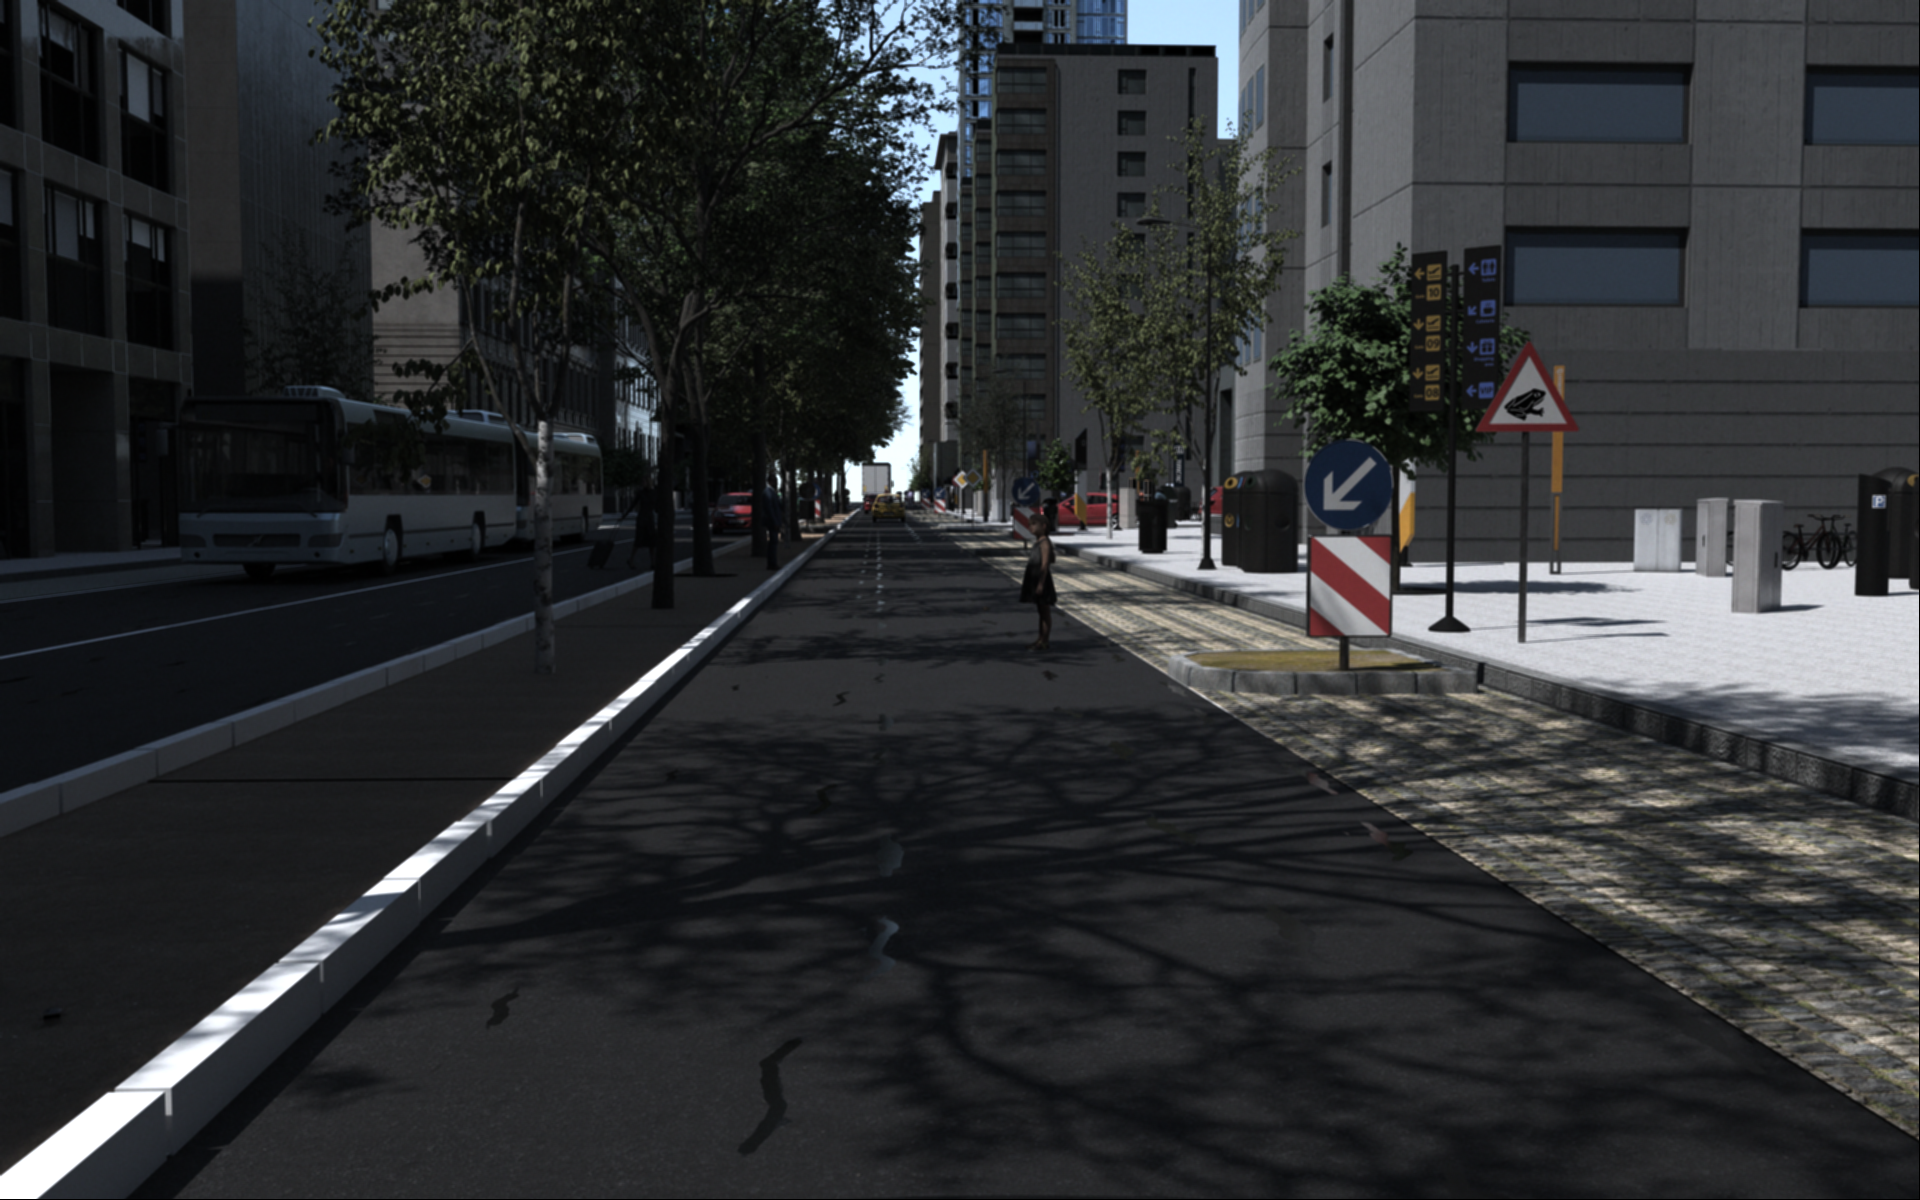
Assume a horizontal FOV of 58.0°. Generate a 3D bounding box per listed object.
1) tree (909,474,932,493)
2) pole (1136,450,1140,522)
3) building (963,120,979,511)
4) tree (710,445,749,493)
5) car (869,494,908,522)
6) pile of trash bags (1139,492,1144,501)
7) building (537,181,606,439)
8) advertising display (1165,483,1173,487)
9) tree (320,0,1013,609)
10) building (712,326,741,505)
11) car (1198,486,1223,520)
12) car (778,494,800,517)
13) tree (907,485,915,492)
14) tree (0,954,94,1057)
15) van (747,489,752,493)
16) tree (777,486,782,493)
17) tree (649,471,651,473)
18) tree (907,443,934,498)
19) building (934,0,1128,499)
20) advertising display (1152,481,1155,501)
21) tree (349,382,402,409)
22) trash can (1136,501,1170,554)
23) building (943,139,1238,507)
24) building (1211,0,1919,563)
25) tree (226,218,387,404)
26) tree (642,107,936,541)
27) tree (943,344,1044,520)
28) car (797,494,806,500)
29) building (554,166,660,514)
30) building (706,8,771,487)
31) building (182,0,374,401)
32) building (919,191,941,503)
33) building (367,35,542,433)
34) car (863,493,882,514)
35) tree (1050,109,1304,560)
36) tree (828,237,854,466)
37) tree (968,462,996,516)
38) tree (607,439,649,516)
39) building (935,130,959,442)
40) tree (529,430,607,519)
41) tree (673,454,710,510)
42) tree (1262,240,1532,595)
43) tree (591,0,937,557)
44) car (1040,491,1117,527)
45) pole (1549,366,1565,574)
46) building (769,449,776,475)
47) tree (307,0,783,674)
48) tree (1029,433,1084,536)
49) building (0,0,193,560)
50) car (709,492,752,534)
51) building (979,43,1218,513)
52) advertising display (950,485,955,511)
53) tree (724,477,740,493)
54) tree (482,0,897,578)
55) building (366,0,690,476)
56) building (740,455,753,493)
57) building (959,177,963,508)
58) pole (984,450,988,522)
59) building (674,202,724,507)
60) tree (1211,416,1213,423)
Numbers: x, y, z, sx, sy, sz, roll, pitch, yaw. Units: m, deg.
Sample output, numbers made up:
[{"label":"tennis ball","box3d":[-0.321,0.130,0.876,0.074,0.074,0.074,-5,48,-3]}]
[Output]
[{"label":"tree","box3d":[-5.683,-16.187,248.371,4.285,4.588,4.351,0,3,0]},{"label":"pole","box3d":[8.284,-5.321,80.844,0.158,3.312,0.155,0,3,0]},{"label":"building","box3d":[7.873,-22.354,137.195,14.160,30.474,14.107,0,4,-3]},{"label":"tree","box3d":[-23.358,-13.860,176.975,4.360,8.622,3.978,0,3,0]},{"label":"car","box3d":[-3.708,-4.876,89.942,2.015,1.641,3.980,0,4,-3]},{"label":"pile of trash bags","box3d":[8.823,-5.252,95.622,3.447,1.369,1.912,3,5,44]},{"label":"building","box3d":[-27.911,-16.229,101.498,11.583,22.565,21.152,0,4,-3]},{"label":"advertising display","box3d":[12.003,-5.637,97.385,0.974,1.923,0.123,1,4,18]},{"label":"tree","box3d":[-3.712,-5.141,20.931,8.767,10.594,7.601,0,4,-3]},{"label":"building","box3d":[-34.273,-26.843,210.586,14.160,30.474,14.107,0,4,-3]},{"label":"car","box3d":[12.091,-3.663,68.570,5.304,1.827,2.281,0,4,-3]},{"label":"car","box3d":[-10.990,-6.148,109.322,1.959,1.807,4.718,0,4,-4]},{"label":"tree","box3d":[-8.328,-18.678,299.990,1.663,3.219,1.824,0,3,0]},{"label":"tree","box3d":[-3.044,-5.598,4.352,12.009,13.543,11.850,0,3,0]},{"label":"van","box3d":[-16.597,-8.170,140.582,2.013,2.044,4.112,0,4,-1]},{"label":"tree","box3d":[-30.091,-18.394,295.342,1.663,3.219,1.824,0,3,0]},{"label":"tree","box3d":[-20.003,-7.269,102.559,4.285,4.588,4.351,0,3,0]},{"label":"tree","box3d":[-5.310,-17.824,241.780,4.737,8.622,4.395,0,3,0]},{"label":"building","box3d":[8.511,-54.599,205.365,22.319,86.520,31.000,0,4,-3]},{"label":"advertising display","box3d":[9.911,-5.110,88.755,0.123,1.923,0.974,0,4,8]},{"label":"tree","box3d":[-17.537,-4.095,50.670,4.285,4.588,4.351,0,3,0]},{"label":"trash can","box3d":[4.171,-1.577,37.441,0.748,1.137,0.748,0,3,0]},{"label":"building","box3d":[14.505,-29.829,179.588,32.217,40.220,23.993,0,4,-3]},{"label":"building","box3d":[18.138,-30.764,44.992,21.231,58.520,28.212,0,4,-3]},{"label":"tree","box3d":[-17.188,-5.862,46.211,4.360,8.622,3.978,0,3,0]},{"label":"tree","box3d":[-5.143,-8.756,52.265,9.857,13.997,8.962,0,3,0]},{"label":"tree","box3d":[1.472,-8.234,84.995,4.360,8.622,3.978,0,3,0]},{"label":"car","box3d":[-18.998,-11.748,203.882,2.131,1.459,4.920,0,4,-3]},{"label":"building","box3d":[-28.737,-20.010,124.425,12.463,27.353,25.104,0,4,-3]},{"label":"building","box3d":[-41.136,-58.810,274.212,22.319,86.520,31.000,0,4,-3]},{"label":"building","box3d":[-35.232,-14.387,54.287,30.058,24.678,14.314,0,4,-3]},{"label":"building","box3d":[4.529,-39.642,271.851,21.300,48.544,21.600,0,4,-3]},{"label":"building","box3d":[-26.223,-14.231,81.830,9.793,20.994,18.267,0,4,-3]},{"label":"car","box3d":[-5.980,-7.101,125.142,2.155,1.783,4.494,0,4,-1]},{"label":"tree","box3d":[4.565,-5.073,33.298,4.737,8.622,4.395,0,3,0]},{"label":"tree","box3d":[-4.526,-5.634,44.932,4.737,8.622,4.395,0,3,0]},{"label":"tree","box3d":[1.138,-6.416,99.508,1.663,3.219,1.824,0,3,0]},{"label":"tree","box3d":[-19.330,-6.523,90.364,4.285,4.588,4.351,0,3,0]},{"label":"building","box3d":[11.085,-40.261,247.506,28.713,52.752,27.495,0,4,-3]},{"label":"tree","box3d":[-19.101,-5.850,79.363,4.285,4.588,4.351,0,3,0]},{"label":"tree","box3d":[-22.046,-9.637,141.278,4.285,4.588,4.351,0,3,0]},{"label":"tree","box3d":[5.700,-2.382,22.666,4.285,4.588,4.351,0,3,0]},{"label":"tree","box3d":[-4.409,-7.212,38.495,7.486,12.596,7.792,0,3,0]},{"label":"car","box3d":[4.731,-3.642,68.579,4.494,1.783,2.155,0,4,-2]},{"label":"pole","box3d":[9.522,-2.066,27.617,0.158,3.312,0.155,0,3,0]},{"label":"building","box3d":[-39.192,-39.635,298.146,14.600,45.320,14.200,0,4,-3]},{"label":"tree","box3d":[-3.360,-3.728,13.770,4.737,8.622,4.395,0,3,0]},{"label":"tree","box3d":[3.166,-3.635,54.040,1.663,3.219,1.824,0,3,0]},{"label":"building","box3d":[-27.575,-13.452,24.455,19.350,26.468,34.151,0,4,-3]},{"label":"car","box3d":[-8.025,-3.292,62.870,2.155,1.783,4.494,0,4,-5]},{"label":"building","box3d":[8.956,-21.006,115.155,14.160,30.474,14.107,0,4,-3]},{"label":"advertising display","box3d":[-0.540,-7.516,128.093,0.123,1.923,0.974,-1,4,-15]},{"label":"tree","box3d":[-25.615,-12.463,198.368,1.663,3.219,1.824,0,3,0]},{"label":"tree","box3d":[-4.556,-6.208,29.716,9.928,11.665,9.643,0,3,0]},{"label":"building","box3d":[-39.508,-34.871,159.375,28.713,52.752,27.495,0,4,-3]},{"label":"building","box3d":[-39.562,-36.148,245.649,22.147,44.769,28.867,0,4,-3]},{"label":"building","box3d":[6.804,-23.779,160.482,14.160,30.474,14.107,0,4,-3]},{"label":"pole","box3d":[1.194,-5.275,80.094,0.158,3.312,0.155,0,3,0]},{"label":"building","box3d":[-37.576,-32.630,188.118,22.147,44.769,28.867,0,4,-3]},{"label":"tree","box3d":[17.001,-9.463,105.082,4.360,8.622,3.978,0,3,0]}]
